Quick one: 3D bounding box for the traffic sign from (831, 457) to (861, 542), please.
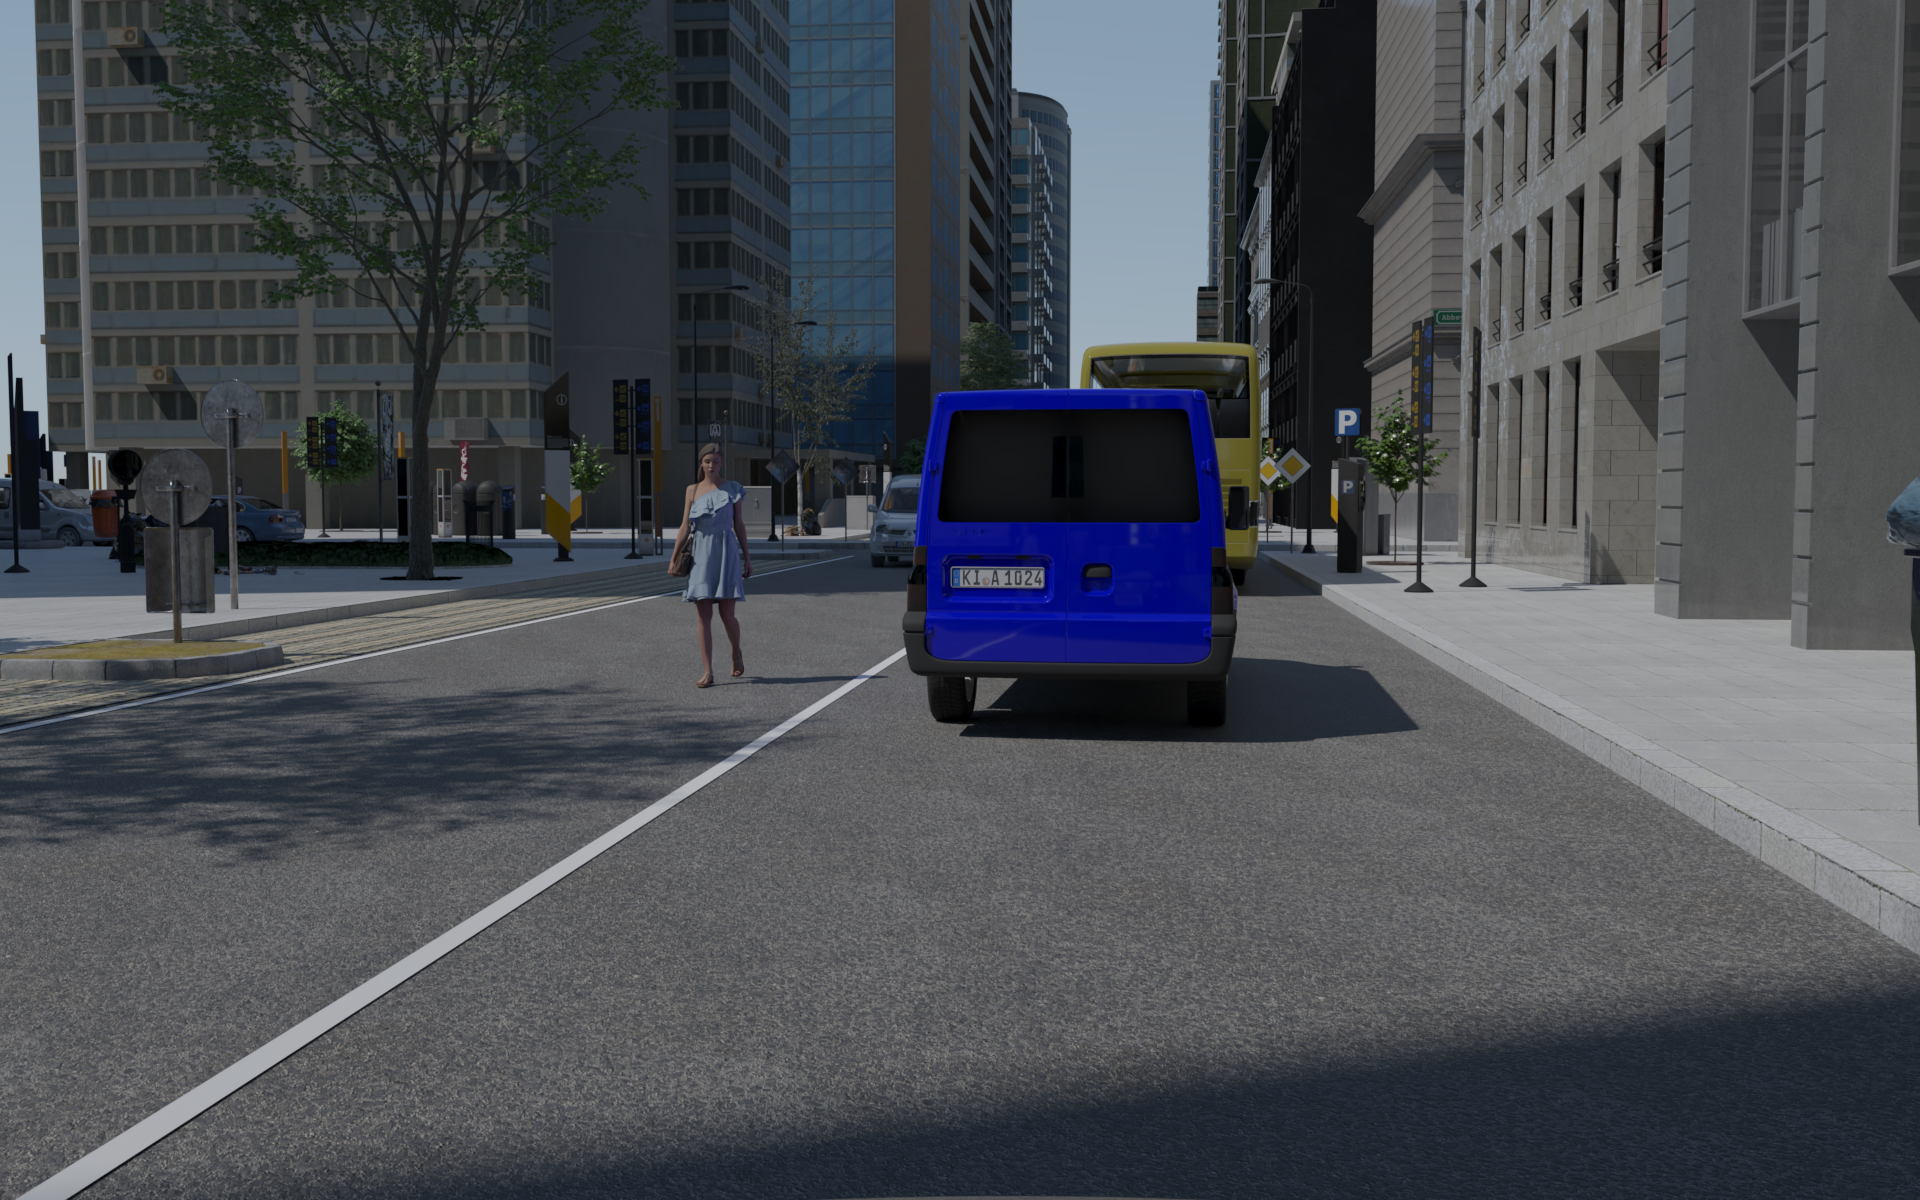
[{"bbox_3d":[-3.068,-2.627,46.588,0.795,2.450,0.064,0,4,6],"label":"traffic sign"}]

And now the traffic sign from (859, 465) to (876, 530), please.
[{"bbox_3d":[-3.293,-3.630,61.482,0.606,2.300,0.079,1,4,11],"label":"traffic sign"}]

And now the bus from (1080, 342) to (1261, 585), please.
[{"bbox_3d":[3.698,-2.359,30.122,2.896,3.916,12.252,0,4,7],"label":"bus"}]

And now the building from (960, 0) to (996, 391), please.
[{"bbox_3d":[-8.843,-31.149,132.980,21.300,48.544,21.600,0,4,6],"label":"building"}]

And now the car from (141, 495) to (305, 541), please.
[{"bbox_3d":[-18.968,-1.950,43.892,4.499,1.417,2.014,0,4,7],"label":"car"}]

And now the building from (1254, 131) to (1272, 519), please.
[{"bbox_3d":[20.274,-14.586,87.636,9.793,20.994,18.267,0,4,6],"label":"building"}]

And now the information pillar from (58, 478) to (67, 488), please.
[{"bbox_3d":[-42.202,-4.713,81.542,0.304,2.012,0.304,0,4,-8],"label":"information pillar"}]

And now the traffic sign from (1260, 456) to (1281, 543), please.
[{"bbox_3d":[8.055,-2.550,45.329,0.795,2.450,0.064,0,4,6],"label":"traffic sign"}]

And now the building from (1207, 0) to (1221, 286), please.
[{"bbox_3d":[46.276,-57.936,259.921,22.319,86.520,31.000,0,4,6],"label":"building"}]

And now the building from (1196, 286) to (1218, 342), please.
[{"bbox_3d":[39.673,-28.625,239.716,14.160,30.474,14.107,0,4,6],"label":"building"}]

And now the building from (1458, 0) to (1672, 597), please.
[{"bbox_3d":[14.400,-10.466,25.865,10.420,20.320,16.860,0,4,6],"label":"building"}]

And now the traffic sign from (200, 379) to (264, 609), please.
[{"bbox_3d":[-8.088,-1.170,19.235,0.768,2.556,0.104,1,4,10],"label":"traffic sign"}]

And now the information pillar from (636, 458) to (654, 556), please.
[{"bbox_3d":[-6.525,-1.921,35.907,0.304,2.012,0.304,-1,4,-17],"label":"information pillar"}]

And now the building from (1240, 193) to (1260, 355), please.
[{"bbox_3d":[23.656,-16.576,107.173,11.583,22.565,21.152,0,4,6],"label":"building"}]

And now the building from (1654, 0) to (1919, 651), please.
[{"bbox_3d":[11.165,-13.760,2.477,11.434,29.767,29.804,0,4,6],"label":"building"}]

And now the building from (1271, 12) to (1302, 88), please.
[{"bbox_3d":[37.331,-27.082,134.674,32.217,40.220,23.993,0,4,6],"label":"building"}]

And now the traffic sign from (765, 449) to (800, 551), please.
[{"bbox_3d":[-3.955,-2.141,38.652,0.795,2.450,0.064,0,4,6],"label":"traffic sign"}]

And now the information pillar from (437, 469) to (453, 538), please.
[{"bbox_3d":[-15.127,-2.835,50.851,0.304,2.012,0.304,3,5,40],"label":"information pillar"}]

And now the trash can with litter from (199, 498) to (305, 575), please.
[{"bbox_3d":[-11.638,-1.018,27.706,2.233,1.210,1.678,1,4,12],"label":"trash can with litter"}]

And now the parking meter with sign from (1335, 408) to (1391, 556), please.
[{"bbox_3d":[8.429,-2.435,36.067,0.543,3.016,1.738,3,4,38],"label":"parking meter with sign"}]

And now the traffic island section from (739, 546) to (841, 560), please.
[{"bbox_3d":[-3.980,-1.005,38.717,2.009,0.180,2.903,0,4,6],"label":"traffic island section"}]

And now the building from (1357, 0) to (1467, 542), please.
[{"bbox_3d":[24.251,-16.108,50.755,23.554,28.519,14.401,0,4,6],"label":"building"}]

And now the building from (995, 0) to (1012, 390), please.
[{"bbox_3d":[-3.129,-44.984,173.732,20.563,71.187,20.611,0,4,6],"label":"building"}]

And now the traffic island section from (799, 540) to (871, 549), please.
[{"bbox_3d":[-3.093,-1.491,46.652,2.009,0.180,2.903,0,4,6],"label":"traffic island section"}]

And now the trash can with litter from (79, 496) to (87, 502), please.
[{"bbox_3d":[-26.972,-2.583,53.297,2.233,1.210,1.678,3,4,38],"label":"trash can with litter"}]

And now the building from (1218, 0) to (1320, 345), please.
[{"bbox_3d":[41.370,-47.828,220.245,20.563,71.187,20.611,0,4,6],"label":"building"}]

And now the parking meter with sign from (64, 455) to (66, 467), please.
[{"bbox_3d":[-38.696,-4.884,76.116,1.738,3.016,0.543,3,5,40],"label":"parking meter with sign"}]

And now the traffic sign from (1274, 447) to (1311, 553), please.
[{"bbox_3d":[7.167,-2.064,37.393,0.795,2.450,0.064,0,4,6],"label":"traffic sign"}]

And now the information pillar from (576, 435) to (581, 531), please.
[{"bbox_3d":[-13.361,-4.191,59.872,0.504,3.616,0.183,-2,4,-27],"label":"information pillar"}]

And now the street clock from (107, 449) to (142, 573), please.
[{"bbox_3d":[-13.587,-1.447,28.228,0.471,2.002,0.358,-3,5,-42],"label":"street clock"}]

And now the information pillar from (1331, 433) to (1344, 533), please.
[{"bbox_3d":[12.493,-4.031,57.268,0.183,3.616,0.504,-2,4,-31],"label":"information pillar"}]

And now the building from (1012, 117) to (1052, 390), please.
[{"bbox_3d":[0.248,-36.902,222.950,23.786,49.044,30.456,0,4,6],"label":"building"}]

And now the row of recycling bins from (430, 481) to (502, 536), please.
[{"bbox_3d":[-15.578,-2.858,53.840,3.534,1.692,1.069,2,4,33],"label":"row of recycling bins"}]

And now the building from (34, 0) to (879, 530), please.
[{"bbox_3d":[-20.406,-23.286,72.611,32.217,40.220,23.993,0,4,6],"label":"building"}]

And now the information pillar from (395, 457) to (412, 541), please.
[{"bbox_3d":[-10.919,-1.819,34.230,0.304,2.012,0.304,1,4,20],"label":"information pillar"}]

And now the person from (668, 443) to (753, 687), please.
[{"bbox_3d":[-1.883,-0.276,13.104,0.616,1.811,0.778,1,4,10],"label":"person"}]

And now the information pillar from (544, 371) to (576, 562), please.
[{"bbox_3d":[-7.618,-2.536,32.825,0.504,3.616,0.183,-2,4,-35],"label":"information pillar"}]

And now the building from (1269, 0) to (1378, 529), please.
[{"bbox_3d":[19.184,-14.656,69.301,12.332,23.373,15.834,0,4,6],"label":"building"}]

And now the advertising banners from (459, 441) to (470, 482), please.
[{"bbox_3d":[-16.863,-3.736,57.272,2.074,3.025,0.090,3,4,36],"label":"advertising banners"}]

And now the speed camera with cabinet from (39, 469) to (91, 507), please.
[{"bbox_3d":[-31.674,-4.067,60.839,2.038,3.252,0.660,-2,4,-27],"label":"speed camera with cabinet"}]

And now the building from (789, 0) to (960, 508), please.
[{"bbox_3d":[-7.639,-27.459,99.073,14.600,45.320,14.200,0,4,6],"label":"building"}]

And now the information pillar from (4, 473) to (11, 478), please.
[{"bbox_3d":[-33.624,-3.481,61.414,0.304,2.012,0.304,1,4,10],"label":"information pillar"}]

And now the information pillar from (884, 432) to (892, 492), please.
[{"bbox_3d":[-2.740,-4.527,65.367,0.183,3.616,0.504,-2,4,-31],"label":"information pillar"}]

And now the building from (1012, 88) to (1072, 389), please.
[{"bbox_3d":[4.969,-43.468,252.697,21.231,58.520,28.212,0,4,6],"label":"building"}]
